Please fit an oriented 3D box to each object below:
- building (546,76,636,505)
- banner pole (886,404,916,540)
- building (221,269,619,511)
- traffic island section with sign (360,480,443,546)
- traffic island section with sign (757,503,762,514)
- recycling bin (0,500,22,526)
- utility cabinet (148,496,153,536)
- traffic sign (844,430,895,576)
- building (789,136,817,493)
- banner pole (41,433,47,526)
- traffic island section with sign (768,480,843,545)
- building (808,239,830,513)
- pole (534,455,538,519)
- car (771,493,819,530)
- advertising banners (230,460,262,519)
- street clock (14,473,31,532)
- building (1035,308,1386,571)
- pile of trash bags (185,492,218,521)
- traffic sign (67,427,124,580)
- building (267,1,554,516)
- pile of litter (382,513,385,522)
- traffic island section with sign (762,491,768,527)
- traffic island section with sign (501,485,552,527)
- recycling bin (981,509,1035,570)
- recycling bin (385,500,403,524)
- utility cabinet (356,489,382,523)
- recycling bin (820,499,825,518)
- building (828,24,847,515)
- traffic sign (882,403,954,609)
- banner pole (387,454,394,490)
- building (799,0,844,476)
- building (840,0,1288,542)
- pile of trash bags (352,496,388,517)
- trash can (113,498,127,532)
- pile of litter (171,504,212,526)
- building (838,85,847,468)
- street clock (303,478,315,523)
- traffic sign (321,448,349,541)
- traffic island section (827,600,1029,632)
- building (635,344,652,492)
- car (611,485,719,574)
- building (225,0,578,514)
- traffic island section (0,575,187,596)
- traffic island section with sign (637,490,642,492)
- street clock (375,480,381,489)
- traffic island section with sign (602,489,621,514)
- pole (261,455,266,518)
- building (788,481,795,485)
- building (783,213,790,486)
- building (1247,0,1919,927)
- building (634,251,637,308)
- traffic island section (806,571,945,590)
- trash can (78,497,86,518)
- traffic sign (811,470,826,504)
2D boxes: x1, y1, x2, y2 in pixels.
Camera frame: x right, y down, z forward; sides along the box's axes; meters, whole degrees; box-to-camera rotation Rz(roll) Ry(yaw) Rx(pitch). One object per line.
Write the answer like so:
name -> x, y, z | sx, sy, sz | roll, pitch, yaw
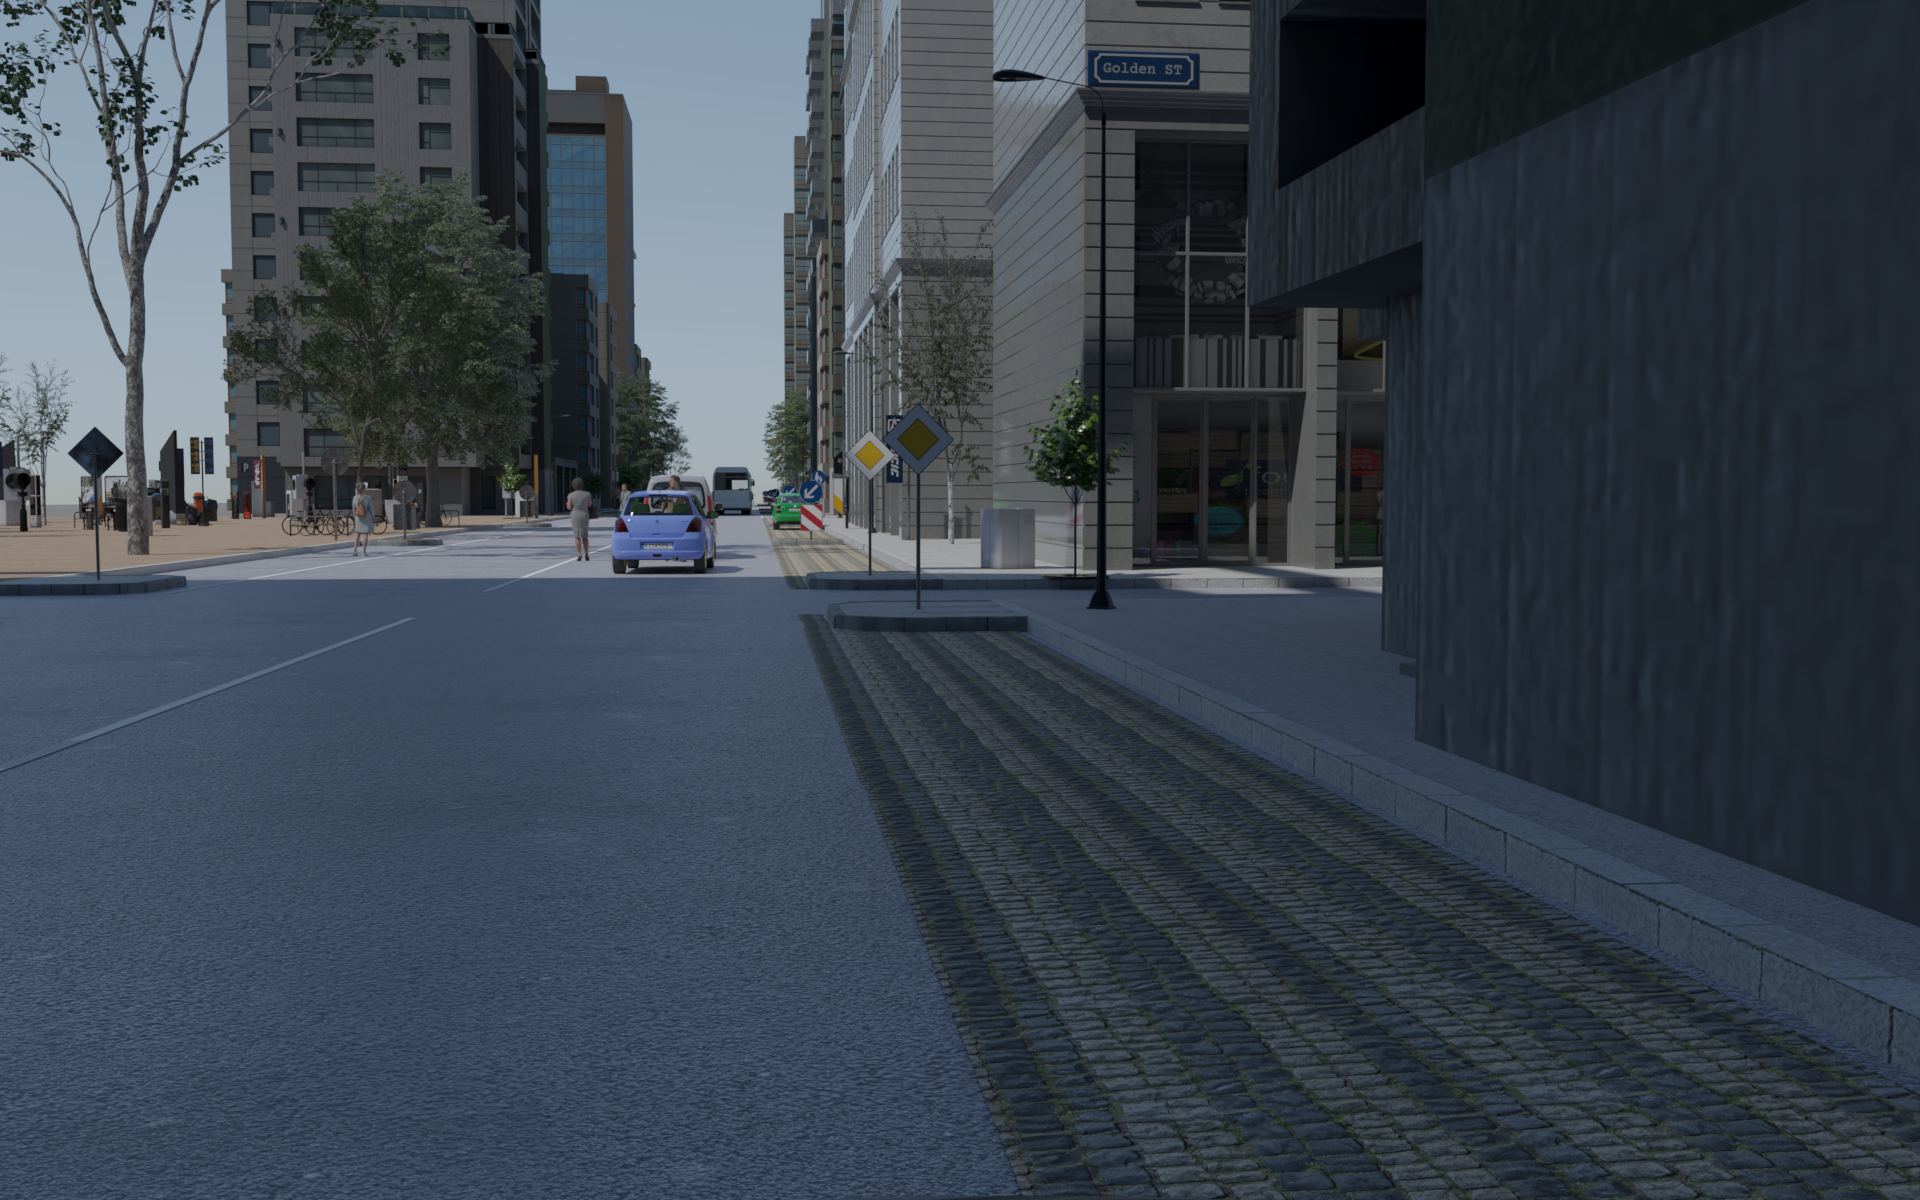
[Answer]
building -> -43.126, -32.995, 189.586 | 14.600, 45.320, 14.200 | 0, 4, -7
banner pole -> -1.657, -3.556, 48.150 | 0.863, 3.779, 0.401 | 0, 4, -2
building -> -44.629, -18.599, 149.132 | 27.650, 21.520, 28.899 | 0, 4, -7
traffic island section with sign -> -15.637, -2.448, 48.645 | 1.989, 1.847, 2.006 | 0, 4, -7
traffic island section with sign -> -13.556, -7.180, 126.020 | 1.989, 1.847, 2.006 | 0, 4, -7
recycling bin -> -38.342, -3.511, 69.953 | 0.722, 1.027, 0.722 | 3, 4, 37
utility cabinet -> -24.959, -2.552, 52.892 | 0.306, 1.237, 1.020 | -3, 5, -40
traffic sign -> -1.417, -1.440, 27.191 | 0.795, 2.450, 0.064 | 0, 4, -7
building -> -12.245, -31.669, 201.387 | 14.154, 41.232, 14.086 | 0, 4, -7
banner pole -> -37.272, -4.924, 70.531 | 0.401, 3.779, 0.863 | -2, 4, -34
traffic island section with sign -> -4.367, -2.488, 49.307 | 1.989, 1.847, 2.006 | 0, 4, -7
building -> 2.626, -17.651, 133.627 | 27.650, 21.520, 28.899 | 0, 4, -7
pole -> -22.114, -5.905, 90.385 | 0.158, 3.312, 0.155 | 0, 3, 0
car -> -6.677, -3.750, 70.114 | 1.959, 1.807, 4.718 | 0, 4, -6
advertising banners -> -36.400, -5.635, 88.320 | 2.074, 3.025, 0.090 | 1, 4, 20
street clock -> -31.813, -3.317, 58.803 | 0.358, 2.002, 0.471 | 2, 4, 35
building -> 16.035, -15.760, 35.175 | 29.804, 29.767, 11.434 | 0, 4, -7
pile of trash bags -> -35.678, -4.351, 80.888 | 1.912, 1.369, 3.447 | -2, 4, -29
traffic sign -> -12.882, -1.358, 25.843 | 0.795, 2.450, 0.064 | 0, 4, -7
building -> -33.133, -20.476, 106.483 | 14.160, 30.474, 14.107 | 0, 4, -7
pile of litter -> -26.737, -3.937, 78.338 | 1.176, 0.858, 1.719 | 2, 4, 32
traffic island section with sign -> -7.577, -4.125, 76.071 | 1.989, 1.847, 2.006 | 0, 4, -7
traffic island section with sign -> -18.848, -4.084, 75.409 | 1.989, 1.847, 2.006 | 0, 4, -7
recycling bin -> 0.824, -1.058, 29.859 | 0.722, 1.027, 0.722 | -2, 4, -28
recycling bin -> -24.449, -3.824, 75.068 | 0.722, 1.027, 0.722 | 0, 4, 0
utility cabinet -> -25.379, -4.020, 74.400 | 0.318, 1.500, 1.173 | 2, 4, 29
recycling bin -> -7.763, -5.027, 94.742 | 0.722, 1.027, 0.722 | 0, 4, -6
building -> -1.491, -20.767, 111.247 | 14.160, 30.474, 14.107 | 0, 4, -7
traffic sign -> -0.467, -0.955, 19.263 | 0.795, 2.450, 0.064 | 0, 4, -7
banner pole -> -29.899, -6.176, 90.999 | 0.401, 3.779, 0.863 | 1, 4, 9
building -> -3.020, -33.196, 162.365 | 23.786, 49.044, 30.456 | 0, 4, -7
building -> 1.930, -17.509, 63.766 | 11.434, 29.767, 29.804 | 0, 4, -7
pile of trash bags -> -32.905, -5.305, 96.483 | 1.912, 1.369, 3.447 | -3, 4, -36
trash can -> -28.411, -2.893, 58.959 | 0.748, 1.137, 0.748 | 0, 3, 0
pile of litter -> -31.602, -3.491, 71.043 | 1.719, 0.858, 1.176 | -2, 4, -24
building -> 1.362, -18.192, 90.939 | 14.314, 27.812, 24.014 | 0, 4, -7
street clock -> -29.134, -4.466, 77.591 | 0.358, 2.002, 0.471 | 3, 4, 37
traffic sign -> -17.222, -2.913, 47.732 | 0.768, 2.556, 0.104 | 0, 4, -2
traffic island section -> -0.445, 0.180, 19.342 | 2.009, 0.180, 2.903 | 0, 4, -7
building -> -52.546, -22.434, 211.830 | 27.650, 21.520, 28.899 | 0, 4, -7
car -> -5.519, -1.399, 32.463 | 1.945, 1.707, 3.694 | 0, 4, -5
building -> -38.373, -41.857, 122.614 | 20.563, 71.187, 20.611 | 0, 4, -7
traffic island section -> -12.905, -0.221, 25.902 | 2.009, 0.180, 2.903 | 0, 4, -7
traffic island section with sign -> -28.022, -8.770, 152.010 | 1.989, 1.847, 2.006 | 0, 4, -7
street clock -> -29.142, -5.026, 86.742 | 0.358, 2.002, 0.471 | -1, 4, -8
traffic island section with sign -> -24.792, -7.121, 125.057 | 1.989, 1.847, 2.006 | 0, 4, -7
pole -> -36.577, -5.939, 90.941 | 0.158, 3.312, 0.155 | 0, 3, 0
building -> -7.251, -33.288, 236.132 | 32.217, 40.220, 23.993 | 0, 4, -7
building -> -18.775, -34.893, 254.095 | 14.154, 41.232, 14.086 | 0, 4, -7
building -> 9.094, -14.637, 11.020 | 14.160, 30.474, 14.107 | 0, 4, -7
building -> -57.426, -33.360, 237.320 | 32.217, 40.220, 23.993 | 0, 4, -7
traffic island section -> -1.395, -0.305, 27.271 | 2.009, 0.180, 2.903 | 0, 4, -7
trash can -> -44.568, -4.687, 88.282 | 0.748, 1.137, 0.748 | 0, 3, 0
traffic sign -> -7.558, -5.663, 92.694 | 0.768, 2.556, 0.104 | 0, 4, 1
